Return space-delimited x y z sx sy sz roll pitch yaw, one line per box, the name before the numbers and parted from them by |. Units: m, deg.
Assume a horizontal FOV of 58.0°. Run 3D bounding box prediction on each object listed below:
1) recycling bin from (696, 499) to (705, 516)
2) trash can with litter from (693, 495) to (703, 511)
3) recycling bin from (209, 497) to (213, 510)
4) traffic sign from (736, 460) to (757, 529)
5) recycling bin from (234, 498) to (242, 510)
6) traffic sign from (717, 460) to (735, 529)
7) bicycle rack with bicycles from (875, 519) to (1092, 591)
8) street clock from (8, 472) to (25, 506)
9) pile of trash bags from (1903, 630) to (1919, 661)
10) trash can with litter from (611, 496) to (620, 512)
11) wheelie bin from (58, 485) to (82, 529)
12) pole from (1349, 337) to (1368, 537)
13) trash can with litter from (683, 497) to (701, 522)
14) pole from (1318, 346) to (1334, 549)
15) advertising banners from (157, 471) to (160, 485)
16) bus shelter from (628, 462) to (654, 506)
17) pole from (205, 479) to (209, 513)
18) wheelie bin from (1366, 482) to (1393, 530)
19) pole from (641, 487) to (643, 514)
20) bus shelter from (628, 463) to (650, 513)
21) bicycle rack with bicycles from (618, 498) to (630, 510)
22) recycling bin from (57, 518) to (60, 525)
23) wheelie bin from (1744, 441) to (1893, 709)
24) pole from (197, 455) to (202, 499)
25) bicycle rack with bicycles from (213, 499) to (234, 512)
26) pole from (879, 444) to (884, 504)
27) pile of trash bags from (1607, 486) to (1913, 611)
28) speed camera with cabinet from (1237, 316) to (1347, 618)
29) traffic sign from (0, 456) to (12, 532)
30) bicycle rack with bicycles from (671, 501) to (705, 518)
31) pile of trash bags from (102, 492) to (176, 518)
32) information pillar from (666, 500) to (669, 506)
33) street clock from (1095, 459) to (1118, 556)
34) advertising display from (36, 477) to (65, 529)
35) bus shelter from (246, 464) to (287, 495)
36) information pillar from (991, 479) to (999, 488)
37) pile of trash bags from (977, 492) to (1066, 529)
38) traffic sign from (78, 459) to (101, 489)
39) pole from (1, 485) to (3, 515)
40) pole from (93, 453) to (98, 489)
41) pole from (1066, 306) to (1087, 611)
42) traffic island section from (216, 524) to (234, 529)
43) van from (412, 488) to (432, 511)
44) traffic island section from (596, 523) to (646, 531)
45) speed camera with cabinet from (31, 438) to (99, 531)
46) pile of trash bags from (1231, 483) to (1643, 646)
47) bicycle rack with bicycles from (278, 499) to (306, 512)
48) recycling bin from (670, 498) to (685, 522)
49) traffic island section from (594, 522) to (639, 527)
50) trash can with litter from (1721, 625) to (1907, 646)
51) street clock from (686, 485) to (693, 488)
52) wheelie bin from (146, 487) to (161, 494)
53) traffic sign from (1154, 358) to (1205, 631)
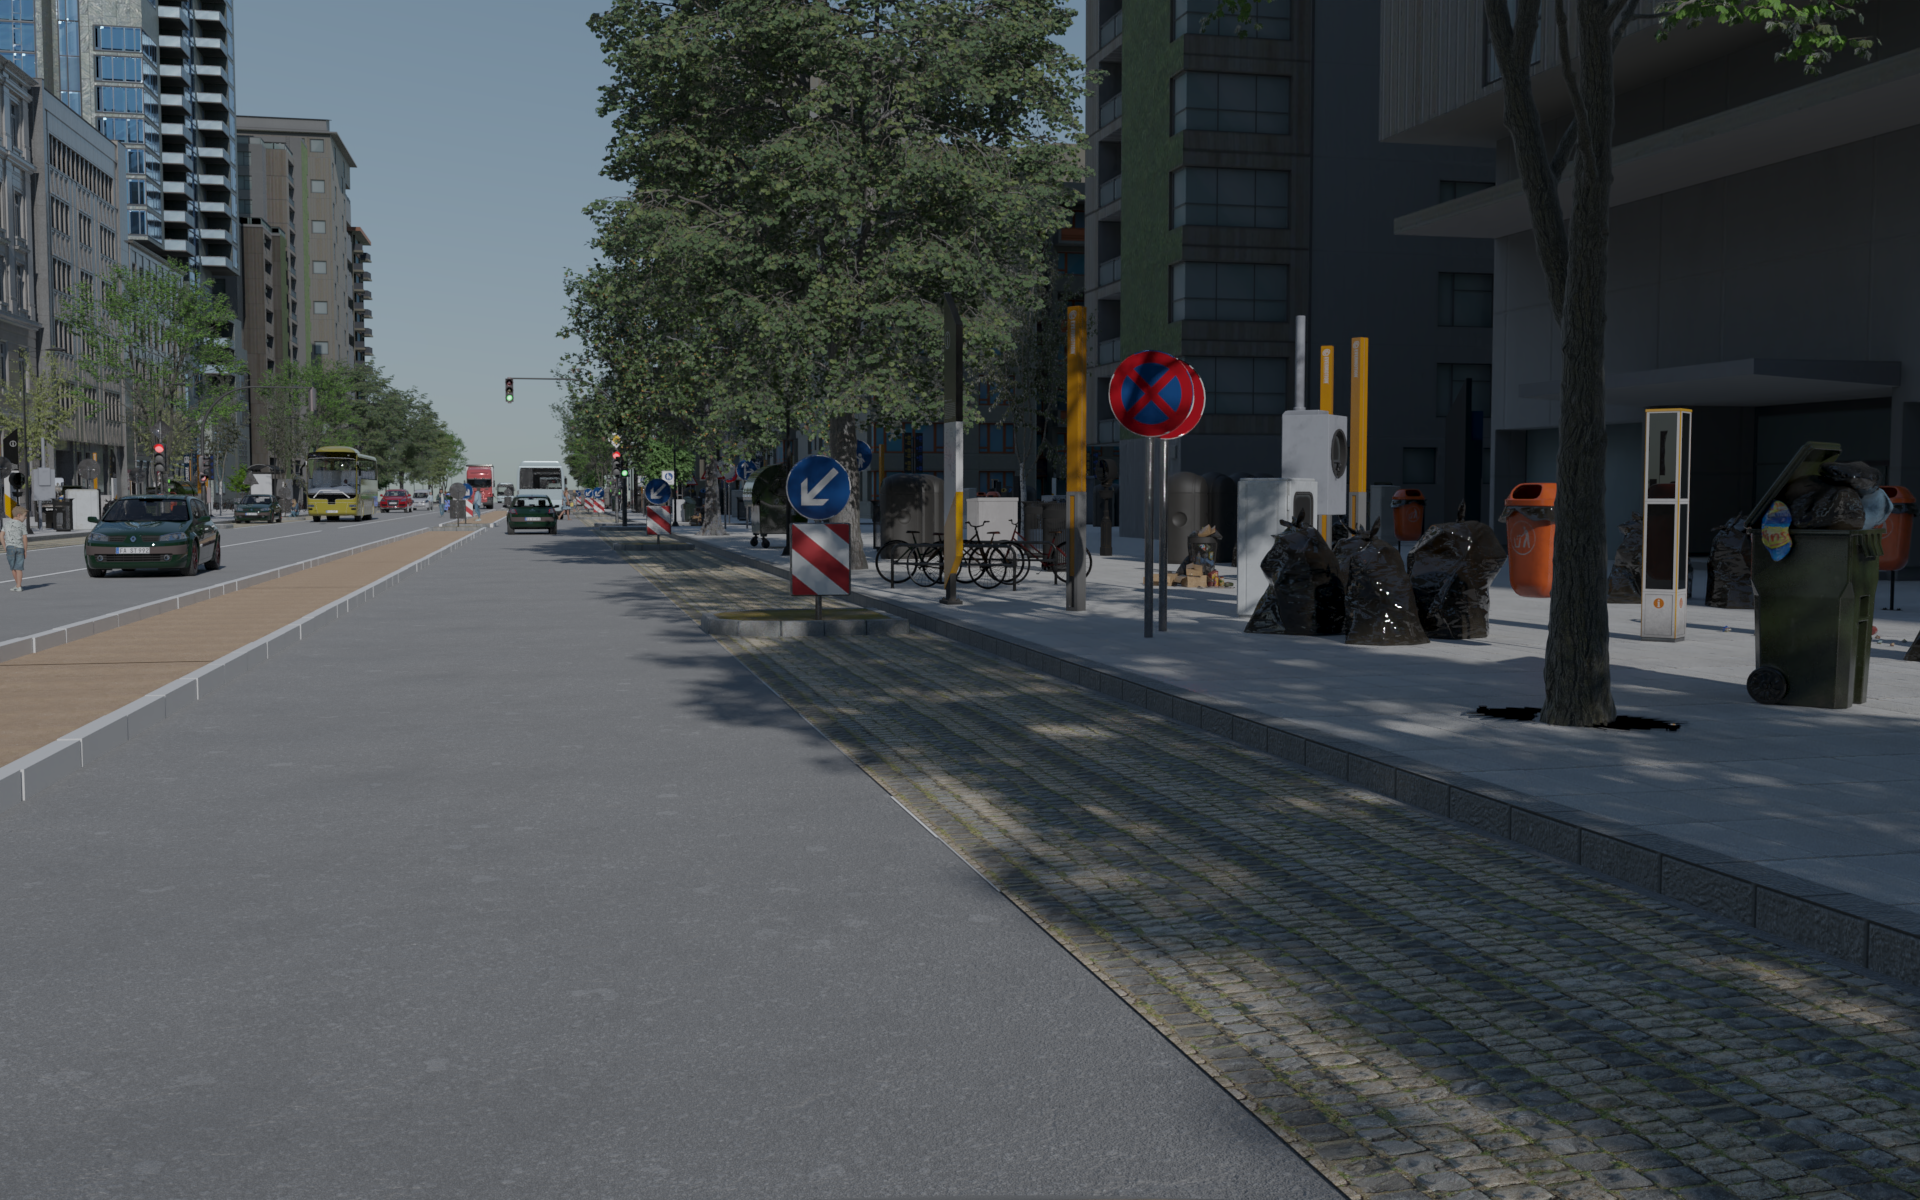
recycling bin | -14.625 -5.163 96.975 0.722 1.027 0.722 3 5 40
trash can with litter | -14.702 -5.101 94.462 2.233 1.210 1.678 -2 4 -26
recycling bin | -58.988 -7.522 135.538 0.722 1.027 0.722 3 5 39
traffic sign | -7.903 -3.924 64.257 0.768 2.556 0.104 0 4 -6
recycling bin | -45.570 -5.954 109.900 0.722 1.027 0.722 -3 5 -45
traffic sign | -8.611 -3.877 63.491 0.768 2.556 0.104 -1 4 -9
bicycle rack with bicycles | 0.119 -0.660 24.168 2.925 0.926 2.852 1 4 22
street clock | -31.510 -3.263 57.923 0.358 2.002 0.471 2 4 25
pile of trash bags | 8.415 -0.146 12.139 1.912 1.369 3.447 -1 4 -10
trash can with litter | -25.126 -7.052 126.694 0.624 1.170 1.055 -2 4 -30
wheelie bin | -32.526 -3.404 63.558 0.980 1.594 0.693 -3 4 -37
pole | 5.216 -1.764 22.690 0.158 3.312 0.155 0 3 0
trash can with litter | -12.094 -4.106 78.521 0.624 1.170 1.055 -3 5 -45
pole | 5.060 -1.842 23.952 0.158 3.312 0.155 0 3 0
advertising banners | -55.353 -7.672 121.626 2.074 3.025 0.090 -1 4 -15
bus shelter | -23.607 -8.382 128.335 1.731 3.624 6.357 -1 4 -13
pole | -41.137 -6.158 94.519 0.158 3.312 0.155 0 3 0
wheelie bin | 11.092 -2.291 45.369 0.693 1.594 0.980 -2 4 -31
pole | -20.660 -7.276 112.810 0.158 3.312 0.155 0 3 0
bus shelter | -21.935 -8.710 120.033 2.179 5.291 8.768 -1 4 -13
bicycle rack with bicycles | -27.311 -7.865 141.980 2.852 0.926 2.925 -2 4 -26
recycling bin | -37.470 -3.682 72.748 0.722 1.027 0.722 3 5 40
wheelie bin | 5.265 -0.166 10.615 0.693 1.594 0.980 3 5 42
pole | -39.295 -5.851 89.511 0.158 3.312 0.155 0 3 0
bicycle rack with bicycles | -59.154 -7.630 138.140 2.852 0.926 2.925 1 4 15
pole | -3.206 -4.712 70.888 0.158 3.312 0.155 0 3 0
pile of trash bags | 9.154 -0.624 19.948 1.912 1.369 3.447 -3 5 -44
speed camera with cabinet | 3.605 -1.486 18.626 0.660 3.252 2.038 2 4 29
traffic sign | -32.272 -3.556 58.245 0.768 2.556 0.104 0 4 -6
bicycle rack with bicycles | -13.945 -4.703 90.275 2.925 0.926 2.852 -2 4 -26
pile of trash bags | -40.456 -4.632 85.482 3.447 1.369 1.912 -2 4 -29
information pillar | -16.689 -5.746 98.445 0.304 2.012 0.304 0 4 -1
street clock | 3.030 -1.915 35.880 0.358 2.002 0.471 -2 4 -32
advertising display | -33.847 -3.623 64.453 0.974 1.923 0.123 -2 4 -35
bus shelter | -47.722 -7.658 119.124 2.014 3.302 5.546 -1 4 -13
information pillar | 1.748 -5.023 86.613 0.304 2.012 0.304 -1 4 -12
pile of trash bags | 2.450 -3.321 64.050 3.447 1.369 1.912 2 4 30
traffic sign | -31.298 -3.802 62.264 0.768 2.556 0.104 -1 4 -11
pole | -32.854 -3.995 59.168 0.158 3.312 0.155 0 3 0
pole | -42.913 -5.637 86.012 0.158 3.312 0.155 0 3 0
pole | 1.274 -1.534 18.930 0.158 3.312 0.155 0 3 0
traffic island section | -31.642 -3.071 72.499 2.009 0.180 2.903 -1 4 -13
van | -47.227 -8.864 151.940 2.013 2.044 4.112 -1 4 -12
traffic island section | -13.266 -2.834 68.621 2.009 0.180 2.903 -1 4 -13
speed camera with cabinet | -31.700 -4.098 61.344 2.038 3.252 0.660 -3 4 -36
pile of trash bags | 4.064 -0.334 15.210 1.912 1.369 3.447 -2 4 -26
bicycle rack with bicycles | -48.256 -6.748 123.714 2.852 0.926 2.925 -2 4 -35
recycling bin | -12.824 -4.102 79.625 0.722 1.027 0.722 0 4 -5
traffic island section | -15.105 -3.310 76.393 2.009 0.180 2.903 -1 4 -13
trash can with litter | 7.868 -0.288 15.763 1.678 1.210 2.233 2 4 29
street clock | -18.553 -6.978 118.654 0.471 2.002 0.358 -1 4 -10
wheelie bin | -34.717 -4.086 74.711 0.980 1.594 0.693 -1 4 -17
traffic sign | 1.897 -0.980 16.125 0.768 2.556 0.104 -1 4 -12
